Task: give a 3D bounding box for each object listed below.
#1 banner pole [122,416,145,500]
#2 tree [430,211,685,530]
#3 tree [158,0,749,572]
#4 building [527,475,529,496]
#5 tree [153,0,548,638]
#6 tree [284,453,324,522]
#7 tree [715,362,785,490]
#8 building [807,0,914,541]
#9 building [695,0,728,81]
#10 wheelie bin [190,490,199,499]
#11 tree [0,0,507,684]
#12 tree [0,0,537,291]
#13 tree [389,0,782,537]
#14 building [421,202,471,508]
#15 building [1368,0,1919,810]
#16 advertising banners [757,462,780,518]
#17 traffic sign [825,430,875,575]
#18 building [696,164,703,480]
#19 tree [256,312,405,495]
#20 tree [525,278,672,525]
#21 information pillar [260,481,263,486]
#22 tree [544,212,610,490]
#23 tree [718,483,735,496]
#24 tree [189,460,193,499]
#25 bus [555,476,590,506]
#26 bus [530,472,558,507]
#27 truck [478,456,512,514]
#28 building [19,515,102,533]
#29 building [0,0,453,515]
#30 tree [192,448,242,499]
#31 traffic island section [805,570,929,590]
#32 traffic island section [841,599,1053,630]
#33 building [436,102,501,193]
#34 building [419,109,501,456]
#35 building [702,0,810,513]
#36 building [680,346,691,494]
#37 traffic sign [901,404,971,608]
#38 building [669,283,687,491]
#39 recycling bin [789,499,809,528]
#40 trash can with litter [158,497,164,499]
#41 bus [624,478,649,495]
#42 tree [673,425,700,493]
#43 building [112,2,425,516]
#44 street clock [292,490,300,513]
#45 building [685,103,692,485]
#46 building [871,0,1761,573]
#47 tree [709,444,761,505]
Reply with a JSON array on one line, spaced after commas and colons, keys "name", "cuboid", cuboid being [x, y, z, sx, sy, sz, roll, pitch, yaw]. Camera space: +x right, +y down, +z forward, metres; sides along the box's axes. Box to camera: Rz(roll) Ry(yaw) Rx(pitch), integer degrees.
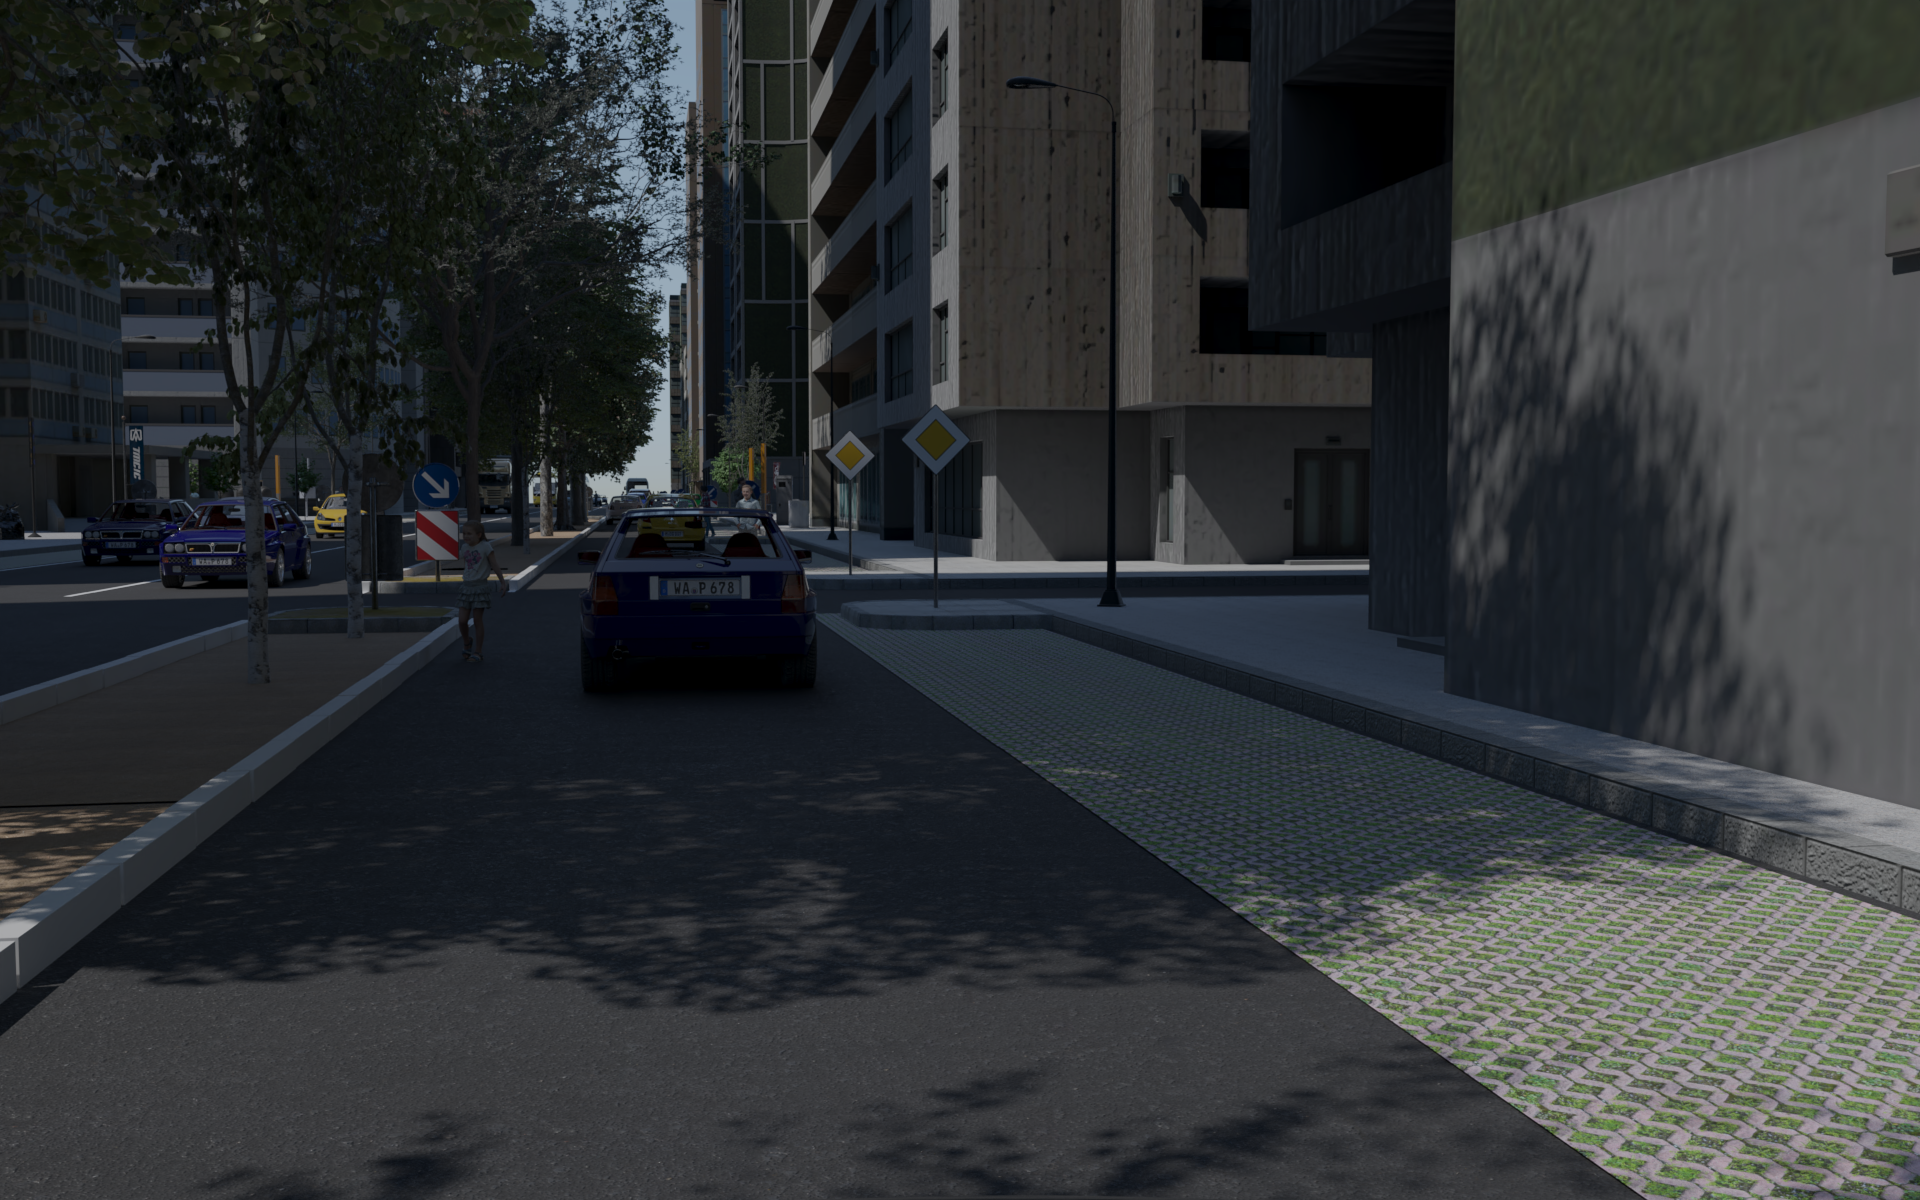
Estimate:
[{"name": "banner pole", "cuboid": [-26.536, -4.007, 55.531, 0.863, 3.779, 0.401, 0, 4, 2]}, {"name": "tree", "cuboid": [-15.676, -9.086, 68.021, 9.611, 12.733, 9.660, 0, 3, 0]}, {"name": "tree", "cuboid": [-9.134, -7.297, 32.129, 12.009, 13.543, 11.850, 0, 3, 0]}, {"name": "building", "cuboid": [-66.817, -28.459, 237.006, 14.160, 30.474, 14.107, -1, 4, -10]}, {"name": "tree", "cuboid": [-6.071, -3.934, 17.135, 4.737, 8.622, 4.395, 0, 3, 0]}, {"name": "tree", "cuboid": [-30.822, -5.289, 81.070, 1.663, 3.219, 1.824, 0, 3, 0]}, {"name": "tree", "cuboid": [-11.961, -8.988, 97.309, 4.360, 8.622, 3.978, 0, 3, 0]}, {"name": "building", "cuboid": [6.468, -26.586, 58.383, 21.300, 48.544, 21.600, -1, 4, -10]}, {"name": "building", "cuboid": [-14.271, -30.072, 141.791, 14.600, 45.320, 14.200, -1, 4, -10]}, {"name": "wheelie bin", "cuboid": [-41.573, -5.281, 94.250, 0.693, 1.594, 0.980, -3, 4, -37]}, {"name": "tree", "cuboid": [-5.227, -3.655, 12.572, 4.360, 8.622, 3.978, 0, 3, 0]}, {"name": "tree", "cuboid": [-4.166, -5.225, 6.010, 7.486, 12.596, 7.792, 0, 3, 0]}, {"name": "tree", "cuboid": [-12.526, -12.148, 56.961, 12.611, 20.169, 13.585, 0, 3, 0]}, {"name": "building", "cuboid": [-51.548, -23.458, 155.236, 14.160, 30.474, 14.107, -1, 4, -10]}, {"name": "building", "cuboid": [9.644, -14.795, 13.598, 14.160, 30.474, 14.107, -1, 4, -10]}, {"name": "advertising banners", "cuboid": [-10.491, -5.966, 93.725, 0.090, 3.025, 2.074, 3, 5, 43]}, {"name": "traffic sign", "cuboid": [-1.735, -1.448, 27.322, 0.795, 2.450, 0.064, -1, 4, -10]}, {"name": "building", "cuboid": [-13.472, -31.143, 163.816, 22.147, 44.769, 28.867, -1, 4, -10]}, {"name": "tree", "cuboid": [-31.858, -9.348, 87.252, 8.767, 10.594, 7.601, 0, 4, 5]}, {"name": "tree", "cuboid": [-17.427, -10.350, 78.327, 9.857, 13.997, 8.962, 0, 3, 0]}, {"name": "information pillar", "cuboid": [-38.475, -5.540, 95.078, 0.304, 2.012, 0.304, 1, 4, 9]}, {"name": "tree", "cuboid": [-10.188, -5.362, 40.493, 4.360, 8.622, 3.978, 0, 3, 0]}, {"name": "tree", "cuboid": [-15.232, -7.242, 113.014, 1.663, 3.219, 1.824, 0, 3, 0]}, {"name": "tree", "cuboid": [-37.775, -5.552, 85.383, 1.663, 3.219, 1.824, 0, 3, 0]}, {"name": "bus", "cuboid": [-37.426, -10.585, 167.919, 2.948, 3.499, 13.247, -1, 4, -10]}, {"name": "bus", "cuboid": [-45.558, -12.222, 191.375, 2.896, 3.916, 12.252, -1, 4, -10]}, {"name": "truck", "cuboid": [-34.235, -8.536, 128.480, 2.839, 4.237, 11.283, -1, 4, -11]}, {"name": "building", "cuboid": [-45.346, -22.656, 62.309, 32.217, 40.220, 23.993, -1, 4, -10]}, {"name": "building", "cuboid": [-56.949, -27.044, 134.058, 32.217, 40.220, 23.993, -1, 4, -10]}, {"name": "tree", "cuboid": [-28.020, -4.361, 65.908, 1.663, 3.219, 1.824, 0, 3, 0]}, {"name": "traffic island section", "cuboid": [-1.713, -0.313, 27.404, 2.009, 0.180, 2.903, -1, 4, -10]}, {"name": "traffic island section", "cuboid": [-0.254, 0.167, 19.553, 2.009, 0.180, 2.903, -1, 4, -10]}, {"name": "building", "cuboid": [-66.723, -36.266, 216.647, 21.300, 48.544, 21.600, -1, 4, -10]}, {"name": "building", "cuboid": [-62.741, -32.860, 191.883, 22.147, 44.769, 28.867, -1, 4, -10]}, {"name": "building", "cuboid": [-8.029, -41.936, 123.905, 20.563, 71.187, 20.611, -1, 4, -10]}, {"name": "building", "cuboid": [-20.899, -22.829, 218.293, 27.650, 21.520, 28.899, -1, 4, -10]}, {"name": "traffic sign", "cuboid": [-0.276, -0.968, 19.471, 0.795, 2.450, 0.064, -1, 4, -10]}, {"name": "building", "cuboid": [-35.095, -29.348, 251.541, 14.160, 30.474, 14.107, -1, 4, -10]}, {"name": "recycling bin", "cuboid": [-6.130, -3.262, 65.894, 0.722, 1.027, 0.722, -1, 4, -11]}, {"name": "trash can with litter", "cuboid": [-37.720, -4.355, 82.589, 1.055, 1.170, 0.624, -2, 4, -34]}, {"name": "bus", "cuboid": [-38.045, -12.784, 203.873, 2.948, 3.499, 13.247, -1, 4, -11]}, {"name": "tree", "cuboid": [-28.357, -14.273, 183.723, 4.737, 8.622, 4.395, 0, 3, 0]}, {"name": "building", "cuboid": [-46.757, -34.672, 108.888, 21.231, 58.520, 28.212, -1, 4, -10]}, {"name": "street clock", "cuboid": [-31.633, -4.769, 82.536, 0.471, 2.002, 0.358, -2, 4, -34]}, {"name": "building", "cuboid": [-23.600, -33.338, 195.190, 14.600, 45.320, 14.200, -1, 4, -10]}, {"name": "building", "cuboid": [5.972, -16.175, 36.163, 14.107, 30.474, 14.160, -1, 4, -10]}, {"name": "tree", "cuboid": [-13.920, -7.622, 108.339, 4.285, 4.588, 4.351, 0, 3, 0]}]
